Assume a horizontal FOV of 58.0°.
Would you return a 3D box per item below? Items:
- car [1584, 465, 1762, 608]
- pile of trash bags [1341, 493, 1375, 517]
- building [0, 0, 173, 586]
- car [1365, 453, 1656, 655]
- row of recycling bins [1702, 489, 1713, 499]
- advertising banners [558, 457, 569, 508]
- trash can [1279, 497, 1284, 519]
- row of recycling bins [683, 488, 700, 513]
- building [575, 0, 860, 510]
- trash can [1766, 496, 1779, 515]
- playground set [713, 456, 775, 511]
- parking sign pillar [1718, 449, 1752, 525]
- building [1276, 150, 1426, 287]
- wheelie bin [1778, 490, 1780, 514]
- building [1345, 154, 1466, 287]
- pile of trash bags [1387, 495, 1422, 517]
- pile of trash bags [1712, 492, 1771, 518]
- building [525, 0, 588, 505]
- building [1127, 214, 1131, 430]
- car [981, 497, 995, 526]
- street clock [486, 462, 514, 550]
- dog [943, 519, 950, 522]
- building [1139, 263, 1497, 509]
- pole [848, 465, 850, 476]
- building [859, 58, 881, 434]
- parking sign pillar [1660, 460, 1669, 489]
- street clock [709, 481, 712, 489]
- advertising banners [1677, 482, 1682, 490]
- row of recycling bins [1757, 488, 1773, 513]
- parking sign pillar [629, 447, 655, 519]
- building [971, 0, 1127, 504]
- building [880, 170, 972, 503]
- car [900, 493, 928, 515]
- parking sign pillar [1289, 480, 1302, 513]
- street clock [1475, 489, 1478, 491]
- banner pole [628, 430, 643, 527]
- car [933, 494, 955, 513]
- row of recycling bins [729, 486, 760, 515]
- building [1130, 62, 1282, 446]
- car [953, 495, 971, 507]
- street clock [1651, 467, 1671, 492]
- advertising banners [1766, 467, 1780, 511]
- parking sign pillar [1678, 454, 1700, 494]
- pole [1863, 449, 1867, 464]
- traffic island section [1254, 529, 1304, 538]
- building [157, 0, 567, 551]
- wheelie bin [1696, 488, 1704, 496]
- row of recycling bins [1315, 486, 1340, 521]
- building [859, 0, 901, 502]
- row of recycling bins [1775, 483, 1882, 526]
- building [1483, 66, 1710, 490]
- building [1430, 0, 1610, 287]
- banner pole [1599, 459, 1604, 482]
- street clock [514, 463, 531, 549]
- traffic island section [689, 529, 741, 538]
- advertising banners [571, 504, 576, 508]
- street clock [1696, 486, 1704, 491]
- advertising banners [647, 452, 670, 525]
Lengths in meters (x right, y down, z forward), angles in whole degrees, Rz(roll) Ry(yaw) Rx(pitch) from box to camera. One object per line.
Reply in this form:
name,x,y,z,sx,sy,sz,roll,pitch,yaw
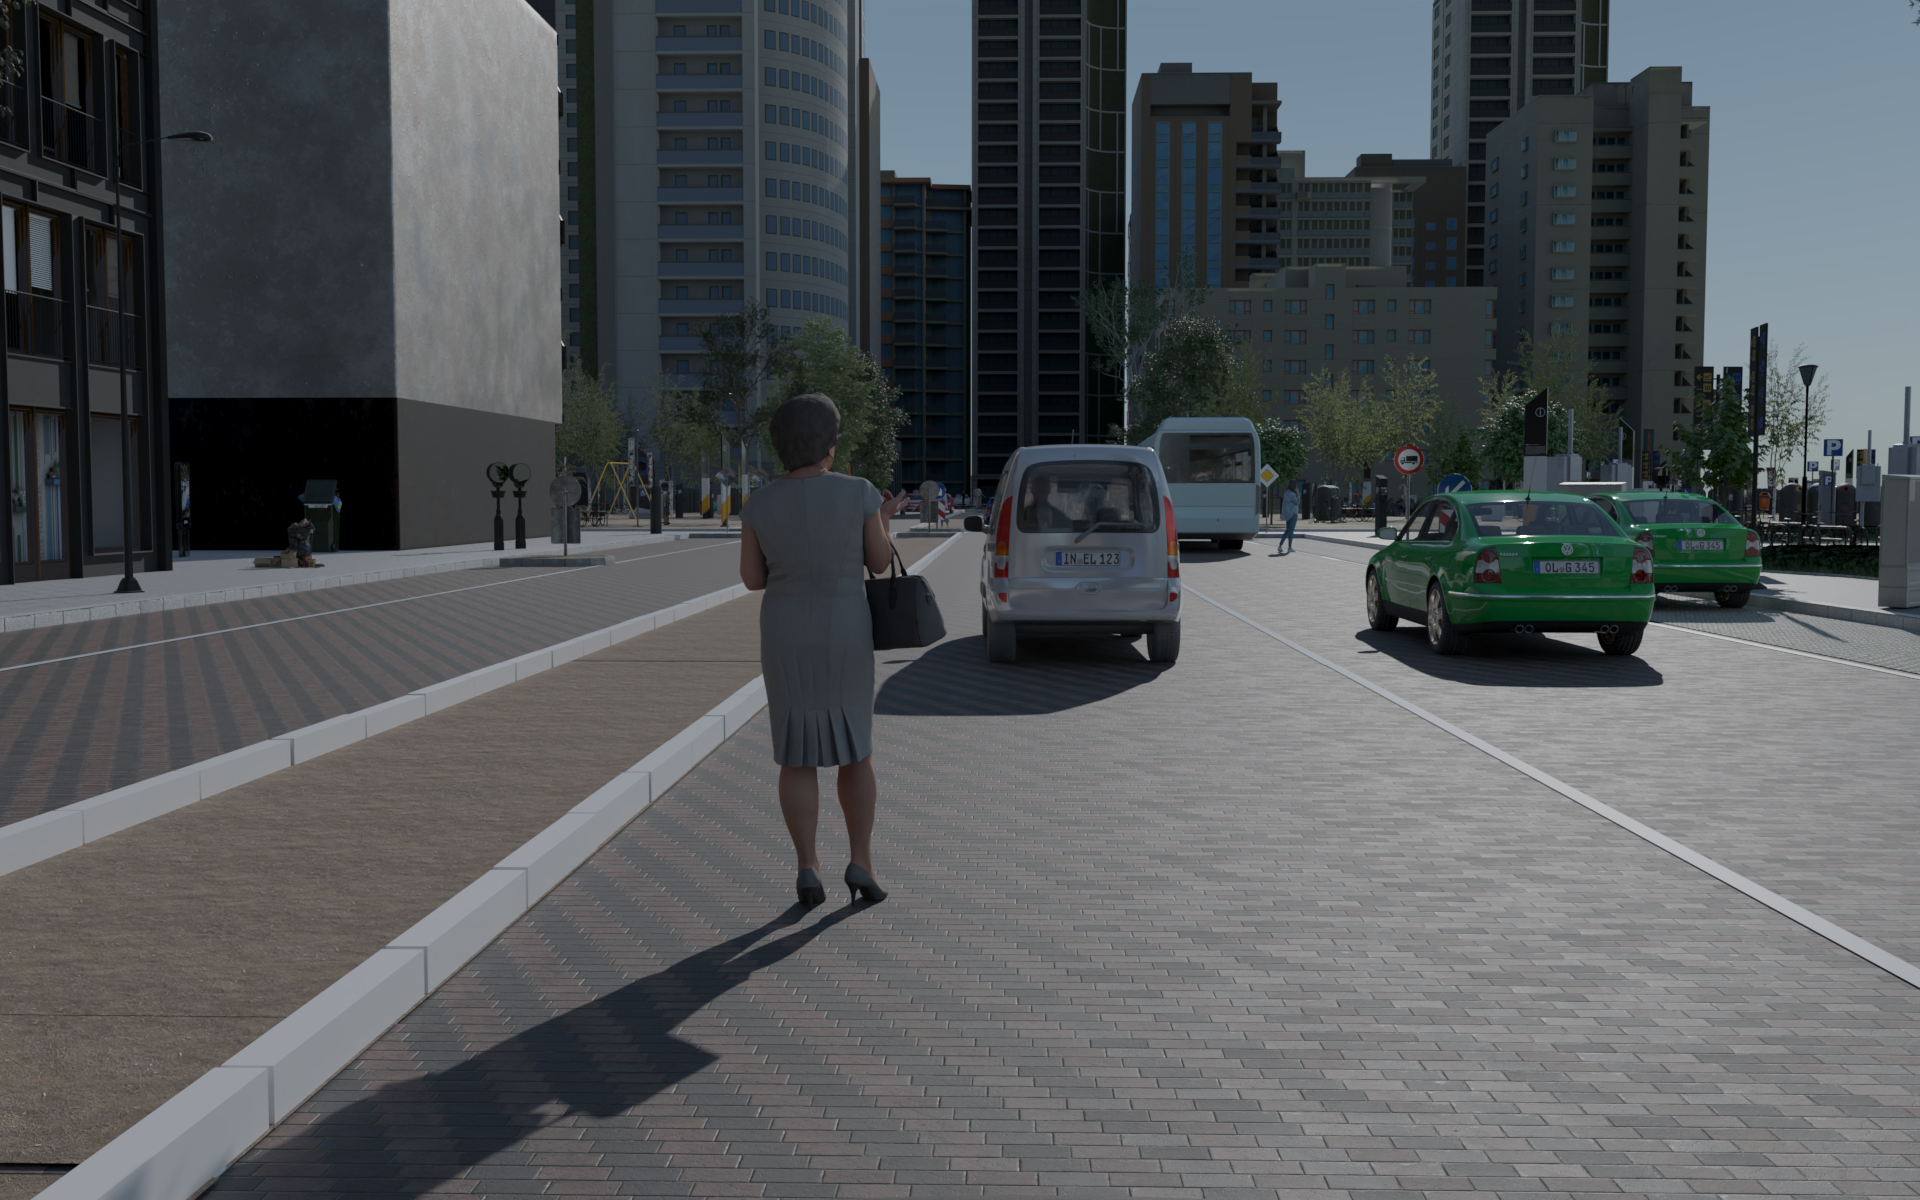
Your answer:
car,8.951,-0.872,23.050,1.959,1.807,4.718,0,4,1
pile of trash bags,21.255,-5.220,95.100,3.447,1.369,1.912,-2,4,-27
building,-19.559,-11.676,20.579,12.332,23.373,15.834,0,4,2
car,5.166,-0.489,16.794,1.959,1.807,4.718,0,4,2
row of recycling bins,58.290,-7.838,135.264,3.534,1.692,1.069,1,4,23
advertising banners,-18.748,-5.233,81.746,0.090,3.025,2.074,-1,4,-22
trash can,16.017,-4.485,84.985,0.748,1.137,0.748,0,3,0
row of recycling bins,-18.809,-6.919,120.231,1.069,1.692,3.534,0,4,7
building,-20.642,-37.444,154.215,21.231,58.520,28.212,0,4,2
trash can,50.472,-5.871,107.646,0.748,1.137,0.748,0,3,0
playground set,-16.970,-8.828,131.118,5.637,4.214,5.302,0,4,1
parking sign pillar,32.544,-5.143,72.567,1.447,3.967,1.447,-1,4,-12
building,34.945,-31.110,200.531,32.217,40.220,23.993,0,4,2
wheelie bin,58.329,-7.077,123.615,0.980,1.594,0.693,-2,4,-24
building,58.132,-35.510,230.694,14.200,45.320,14.600,0,4,2
pile of trash bags,26.192,-5.463,99.070,3.447,1.369,1.912,0,4,-2
pile of trash bags,42.196,-5.164,94.190,3.447,1.369,1.912,1,4,21
building,-48.838,-46.881,204.754,20.611,71.187,20.563,0,4,2
building,29.799,-33.535,231.895,14.086,41.232,14.154,0,4,2
car,1.880,-3.872,75.893,1.945,1.354,3.894,0,4,1
street clock,-10.514,-2.133,39.451,0.471,2.002,0.358,-2,4,-32
dog,-0.659,-4.155,88.135,0.748,0.427,0.550,-1,4,-18
building,31.358,-19.236,159.555,27.650,21.520,28.899,0,4,2
pole,-7.843,-7.859,122.343,0.158,3.312,0.155,0,3,0
building,-15.459,-32.143,175.641,14.600,45.320,14.200,0,4,2
parking sign pillar,55.058,-9.028,136.077,1.447,3.967,1.447,-2,4,-24
street clock,-13.974,-5.594,96.031,0.471,2.002,0.358,-1,4,-22
advertising banners,44.606,-6.715,105.975,2.074,3.025,0.090,-1,4,-21
row of recycling bins,55.787,-6.924,120.316,1.069,1.692,3.534,0,4,-2
parking sign pillar,-16.591,-6.235,90.413,1.447,3.967,1.447,-1,4,-19
building,12.061,-48.698,234.463,20.611,71.187,20.563,0,4,2
building,-12.638,-35.619,237.000,28.867,44.769,22.147,0,4,2
car,-3.238,-6.841,120.887,2.155,1.783,4.494,0,4,1
parking sign pillar,22.809,-7.972,118.818,1.447,3.967,1.447,0,4,6
street clock,33.376,-6.588,112.284,0.471,2.002,0.358,2,4,28
banner pole,-12.696,-4.737,67.463,0.401,3.779,0.863,-3,5,-43
car,-1.414,-7.526,132.090,2.155,1.783,4.494,0,4,2
row of recycling bins,-13.074,-6.085,106.602,1.069,1.692,3.534,2,4,33
building,25.261,-32.485,181.232,14.600,45.320,14.200,0,4,2
car,0.196,-10.958,191.525,2.083,1.381,4.827,0,4,1
street clock,18.903,-2.578,46.728,0.471,2.002,0.358,-1,4,-21
advertising banners,53.366,-7.103,112.323,2.074,3.025,0.090,2,4,31
parking sign pillar,45.935,-7.379,109.126,1.447,3.967,1.447,-3,5,-43
pole,40.908,-5.165,78.291,0.158,3.312,0.155,0,3,0
traffic island section,10.121,-2.129,57.082,2.009,0.180,2.903,0,4,2
building,-20.773,-10.992,47.166,16.811,18.784,16.820,0,4,2
wheelie bin,39.486,-5.202,92.961,0.693,1.594,0.980,-2,4,-28
row of recycling bins,18.165,-4.786,85.356,1.069,1.692,3.534,1,4,19
building,-23.104,-54.364,201.521,31.000,86.520,22.319,0,4,2
row of recycling bins,32.462,-3.512,64.539,3.534,1.692,1.069,1,4,16
building,74.305,-35.331,201.363,21.600,48.544,21.300,0,4,2
building,75.626,-48.586,232.634,20.611,71.187,20.563,0,4,2
banner pole,43.583,-7.810,117.716,0.401,3.779,0.863,3,5,41
street clock,-10.319,-2.205,40.622,0.471,2.002,0.358,-3,5,-42
traffic island section,-7.762,-2.161,57.616,2.009,0.180,2.903,0,4,2
advertising banners,-30.681,-8.497,135.107,2.074,3.025,0.090,3,4,37
street clock,41.015,-5.594,96.025,0.471,2.002,0.358,1,4,15
advertising banners,-12.554,-4.639,72.043,0.090,3.025,2.074,-2,4,-35
